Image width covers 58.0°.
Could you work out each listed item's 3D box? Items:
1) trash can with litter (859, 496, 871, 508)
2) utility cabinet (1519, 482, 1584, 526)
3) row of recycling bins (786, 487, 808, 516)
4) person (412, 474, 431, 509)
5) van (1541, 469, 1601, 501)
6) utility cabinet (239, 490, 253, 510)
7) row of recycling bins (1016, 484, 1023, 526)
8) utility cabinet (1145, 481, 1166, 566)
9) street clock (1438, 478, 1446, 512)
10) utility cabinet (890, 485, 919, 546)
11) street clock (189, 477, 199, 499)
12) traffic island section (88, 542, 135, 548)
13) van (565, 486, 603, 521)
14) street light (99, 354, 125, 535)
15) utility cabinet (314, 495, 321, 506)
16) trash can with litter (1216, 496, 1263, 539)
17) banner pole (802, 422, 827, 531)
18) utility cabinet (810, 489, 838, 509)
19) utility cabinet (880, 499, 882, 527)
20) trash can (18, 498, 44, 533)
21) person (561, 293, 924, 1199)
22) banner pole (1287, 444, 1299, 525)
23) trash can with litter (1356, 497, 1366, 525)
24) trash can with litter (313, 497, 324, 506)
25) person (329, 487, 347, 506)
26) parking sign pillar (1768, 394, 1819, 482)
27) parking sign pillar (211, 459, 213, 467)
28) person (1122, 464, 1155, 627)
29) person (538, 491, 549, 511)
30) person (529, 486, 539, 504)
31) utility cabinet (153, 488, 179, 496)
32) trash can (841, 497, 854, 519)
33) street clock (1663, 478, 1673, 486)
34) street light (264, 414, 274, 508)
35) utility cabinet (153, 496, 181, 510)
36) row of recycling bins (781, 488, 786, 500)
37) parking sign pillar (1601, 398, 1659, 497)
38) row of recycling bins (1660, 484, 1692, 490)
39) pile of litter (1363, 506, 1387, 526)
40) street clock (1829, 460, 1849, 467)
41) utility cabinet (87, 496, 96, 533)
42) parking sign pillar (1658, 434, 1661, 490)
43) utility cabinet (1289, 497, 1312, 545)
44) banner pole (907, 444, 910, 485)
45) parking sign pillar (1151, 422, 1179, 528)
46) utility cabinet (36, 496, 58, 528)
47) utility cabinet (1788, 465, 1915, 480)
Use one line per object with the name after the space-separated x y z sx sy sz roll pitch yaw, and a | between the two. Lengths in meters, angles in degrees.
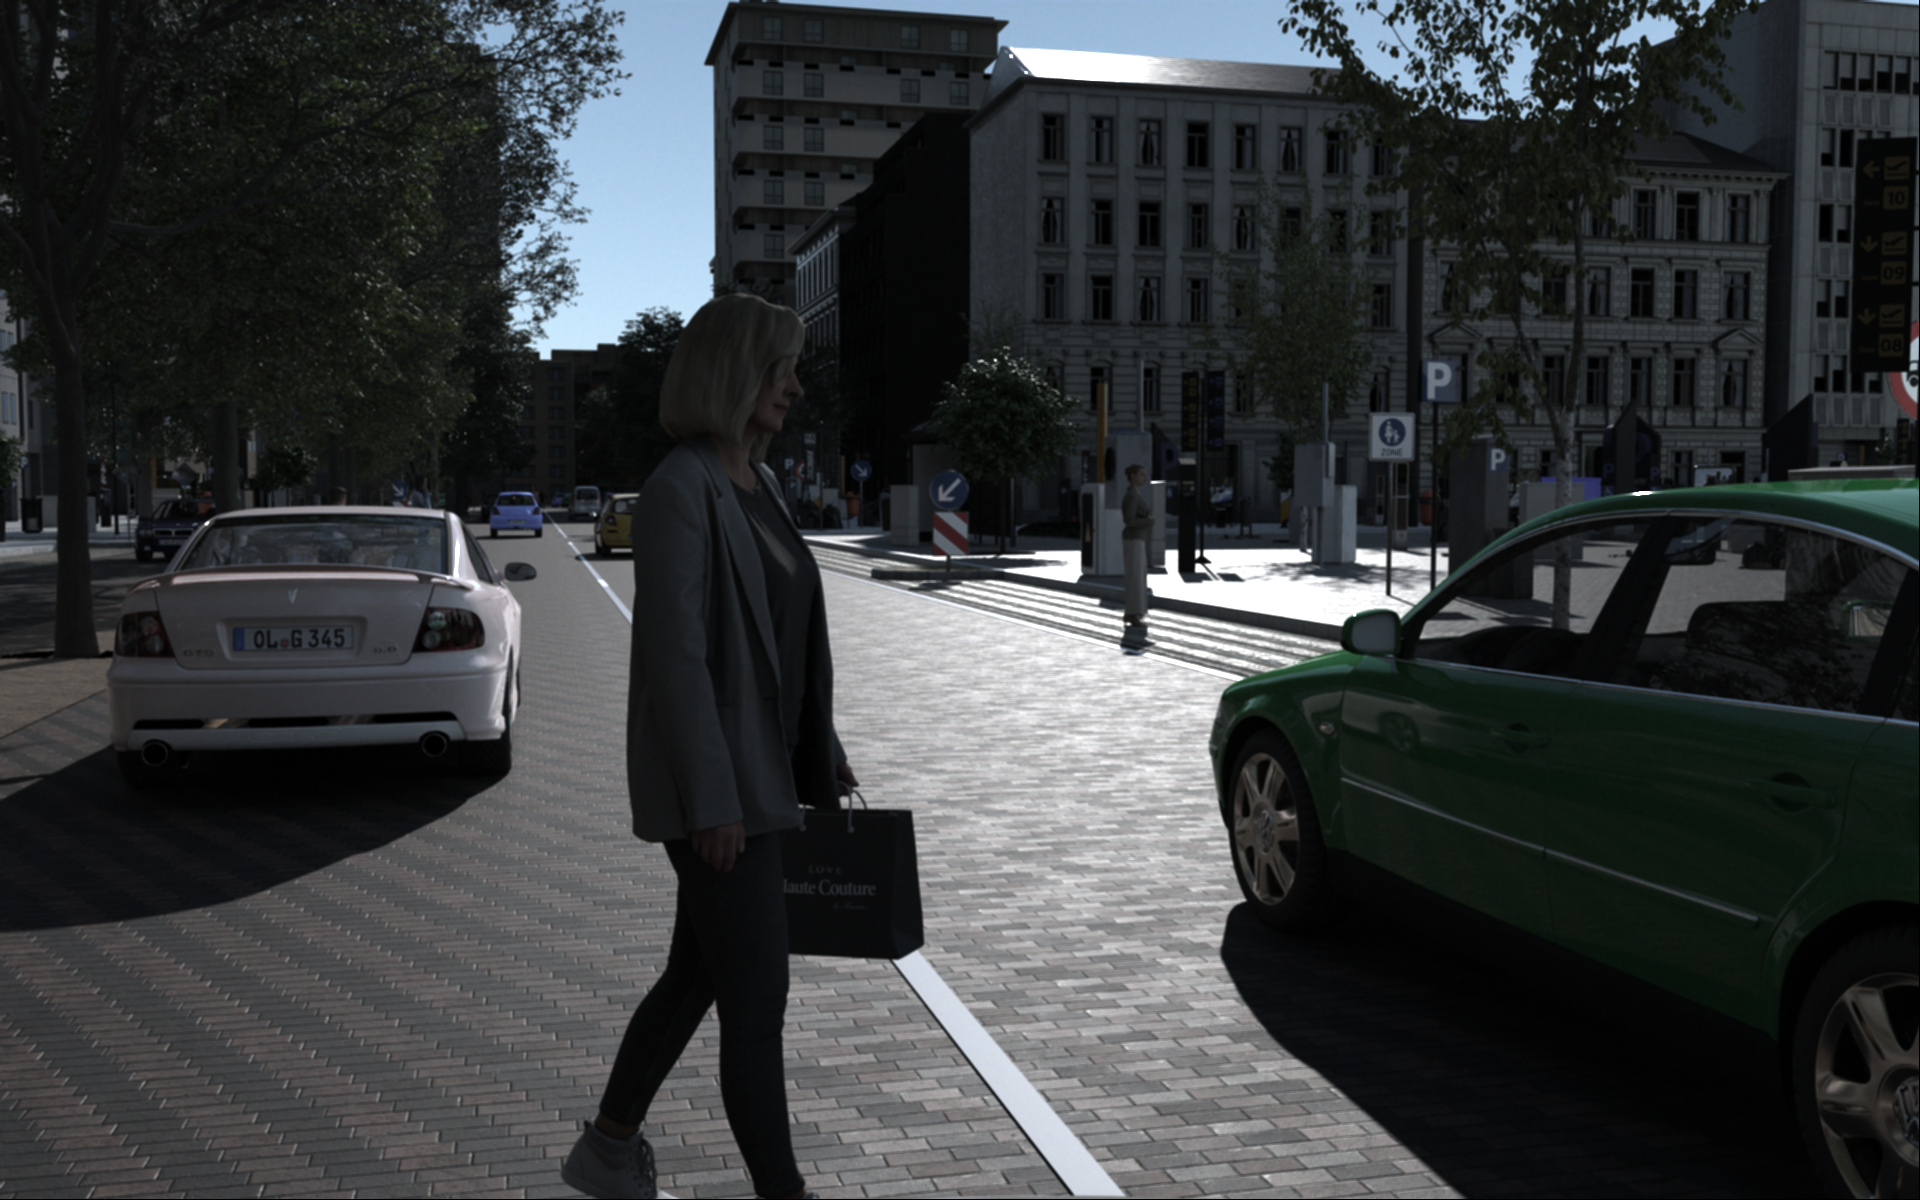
-4.486 -4.566 86.047 1.055 1.170 0.624 1 4 20 | trash can with litter
11.280 -1.492 33.072 1.173 1.500 0.318 -1 4 -9 | utility cabinet
-8.937 -5.940 104.225 1.069 1.692 3.534 2 4 27 | row of recycling bins
-9.810 -1.389 31.476 0.793 1.790 0.793 3 5 42 | person
22.060 -3.548 62.399 5.245 2.365 2.240 -1 4 -13 | van
-44.125 -5.983 106.501 1.173 1.500 0.318 -2 4 -35 | utility cabinet
1.177 -3.879 70.536 3.534 1.692 1.069 3 5 45 | row of recycling bins
3.215 -1.354 30.819 0.318 1.500 1.173 -2 4 -25 | utility cabinet
19.940 -4.105 71.683 0.358 2.002 0.471 2 4 28 | street clock
-1.348 -2.065 42.444 0.318 1.500 1.173 -2 4 -23 | utility cabinet
-32.297 -4.188 73.047 0.358 2.002 0.471 -2 4 -27 | street clock
-22.624 -1.520 47.128 2.009 0.180 2.903 -1 4 -14 | traffic island section
-20.474 -5.353 94.534 2.013 2.044 4.112 -1 4 -16 | van
-26.610 -4.997 54.487 0.468 5.910 1.993 -1 4 -14 | street light
-45.168 -6.762 121.719 0.306 1.237 1.020 -1 4 -9 | utility cabinet
7.971 -2.383 50.014 1.678 1.210 2.233 3 5 40 | trash can with litter
-5.031 -4.279 59.985 0.863 3.779 0.401 -1 4 -18 | banner pole
-5.526 -3.768 70.279 1.173 1.500 0.318 -3 4 -39 | utility cabinet
-2.794 -3.429 67.234 0.306 1.237 1.020 1 4 19 | utility cabinet
-30.420 -2.759 56.762 0.748 1.137 0.748 0 3 0 | trash can
-0.425 0.328 3.316 0.728 1.800 0.709 1 4 18 | person
13.899 -5.019 72.084 0.401 3.779 0.863 3 5 41 | banner pole
16.455 -3.795 73.114 2.233 1.210 1.678 0 4 7 | trash can with litter
-45.783 -6.896 124.142 0.624 1.170 1.055 2 4 25 | trash can with litter
-7.082 -0.518 19.567 0.503 1.515 0.523 -3 4 -38 | person
22.673 -3.589 47.144 1.447 3.967 1.447 -1 4 -23 | parking sign pillar
-52.872 -8.288 123.983 1.447 3.967 1.447 2 4 27 | parking sign pillar
1.914 -0.583 18.584 0.362 1.759 0.519 0 4 6 | person
-36.392 -8.659 150.903 1.217 1.723 0.721 0 4 3 | person
-19.769 -4.383 80.179 0.555 1.821 0.388 -2 4 -30 | person
-30.657 -3.543 66.607 1.173 1.500 0.318 -1 4 -20 | utility cabinet
-5.720 -4.683 88.227 0.748 1.137 0.748 0 3 0 | trash can
32.165 -4.533 78.684 0.358 2.002 0.471 0 4 -7 | street clock
-34.859 -7.032 87.754 0.468 5.910 1.993 -1 4 -14 | street light
-29.922 -3.311 65.304 1.020 1.237 0.306 0 4 -1 | utility cabinet
-12.630 -7.009 121.702 1.069 1.692 3.534 1 4 9 | row of recycling bins
18.362 -3.659 48.296 1.447 3.967 1.447 3 5 44 | parking sign pillar
29.037 -3.891 70.731 1.069 1.692 3.534 -1 4 -23 | row of recycling bins
16.869 -3.451 70.392 1.719 0.858 1.176 -3 5 -41 | pile of litter
18.615 -1.967 36.729 0.471 2.002 0.358 -3 5 -40 | street clock
-28.759 -2.816 57.206 0.306 1.237 1.020 -2 4 -34 | utility cabinet
21.453 -4.045 54.615 1.447 3.967 1.447 -1 4 -20 | parking sign pillar
8.834 -2.005 43.941 0.306 1.237 1.020 -3 5 -42 | utility cabinet
-2.455 -5.828 85.304 0.401 3.779 0.863 0 4 3 | banner pole
7.746 -4.700 65.319 1.447 3.967 1.447 3 5 44 | parking sign pillar
-34.943 -3.393 66.636 1.020 1.237 0.306 -3 5 -43 | utility cabinet
7.069 -0.310 13.751 0.318 1.500 1.173 -1 4 -12 | utility cabinet
